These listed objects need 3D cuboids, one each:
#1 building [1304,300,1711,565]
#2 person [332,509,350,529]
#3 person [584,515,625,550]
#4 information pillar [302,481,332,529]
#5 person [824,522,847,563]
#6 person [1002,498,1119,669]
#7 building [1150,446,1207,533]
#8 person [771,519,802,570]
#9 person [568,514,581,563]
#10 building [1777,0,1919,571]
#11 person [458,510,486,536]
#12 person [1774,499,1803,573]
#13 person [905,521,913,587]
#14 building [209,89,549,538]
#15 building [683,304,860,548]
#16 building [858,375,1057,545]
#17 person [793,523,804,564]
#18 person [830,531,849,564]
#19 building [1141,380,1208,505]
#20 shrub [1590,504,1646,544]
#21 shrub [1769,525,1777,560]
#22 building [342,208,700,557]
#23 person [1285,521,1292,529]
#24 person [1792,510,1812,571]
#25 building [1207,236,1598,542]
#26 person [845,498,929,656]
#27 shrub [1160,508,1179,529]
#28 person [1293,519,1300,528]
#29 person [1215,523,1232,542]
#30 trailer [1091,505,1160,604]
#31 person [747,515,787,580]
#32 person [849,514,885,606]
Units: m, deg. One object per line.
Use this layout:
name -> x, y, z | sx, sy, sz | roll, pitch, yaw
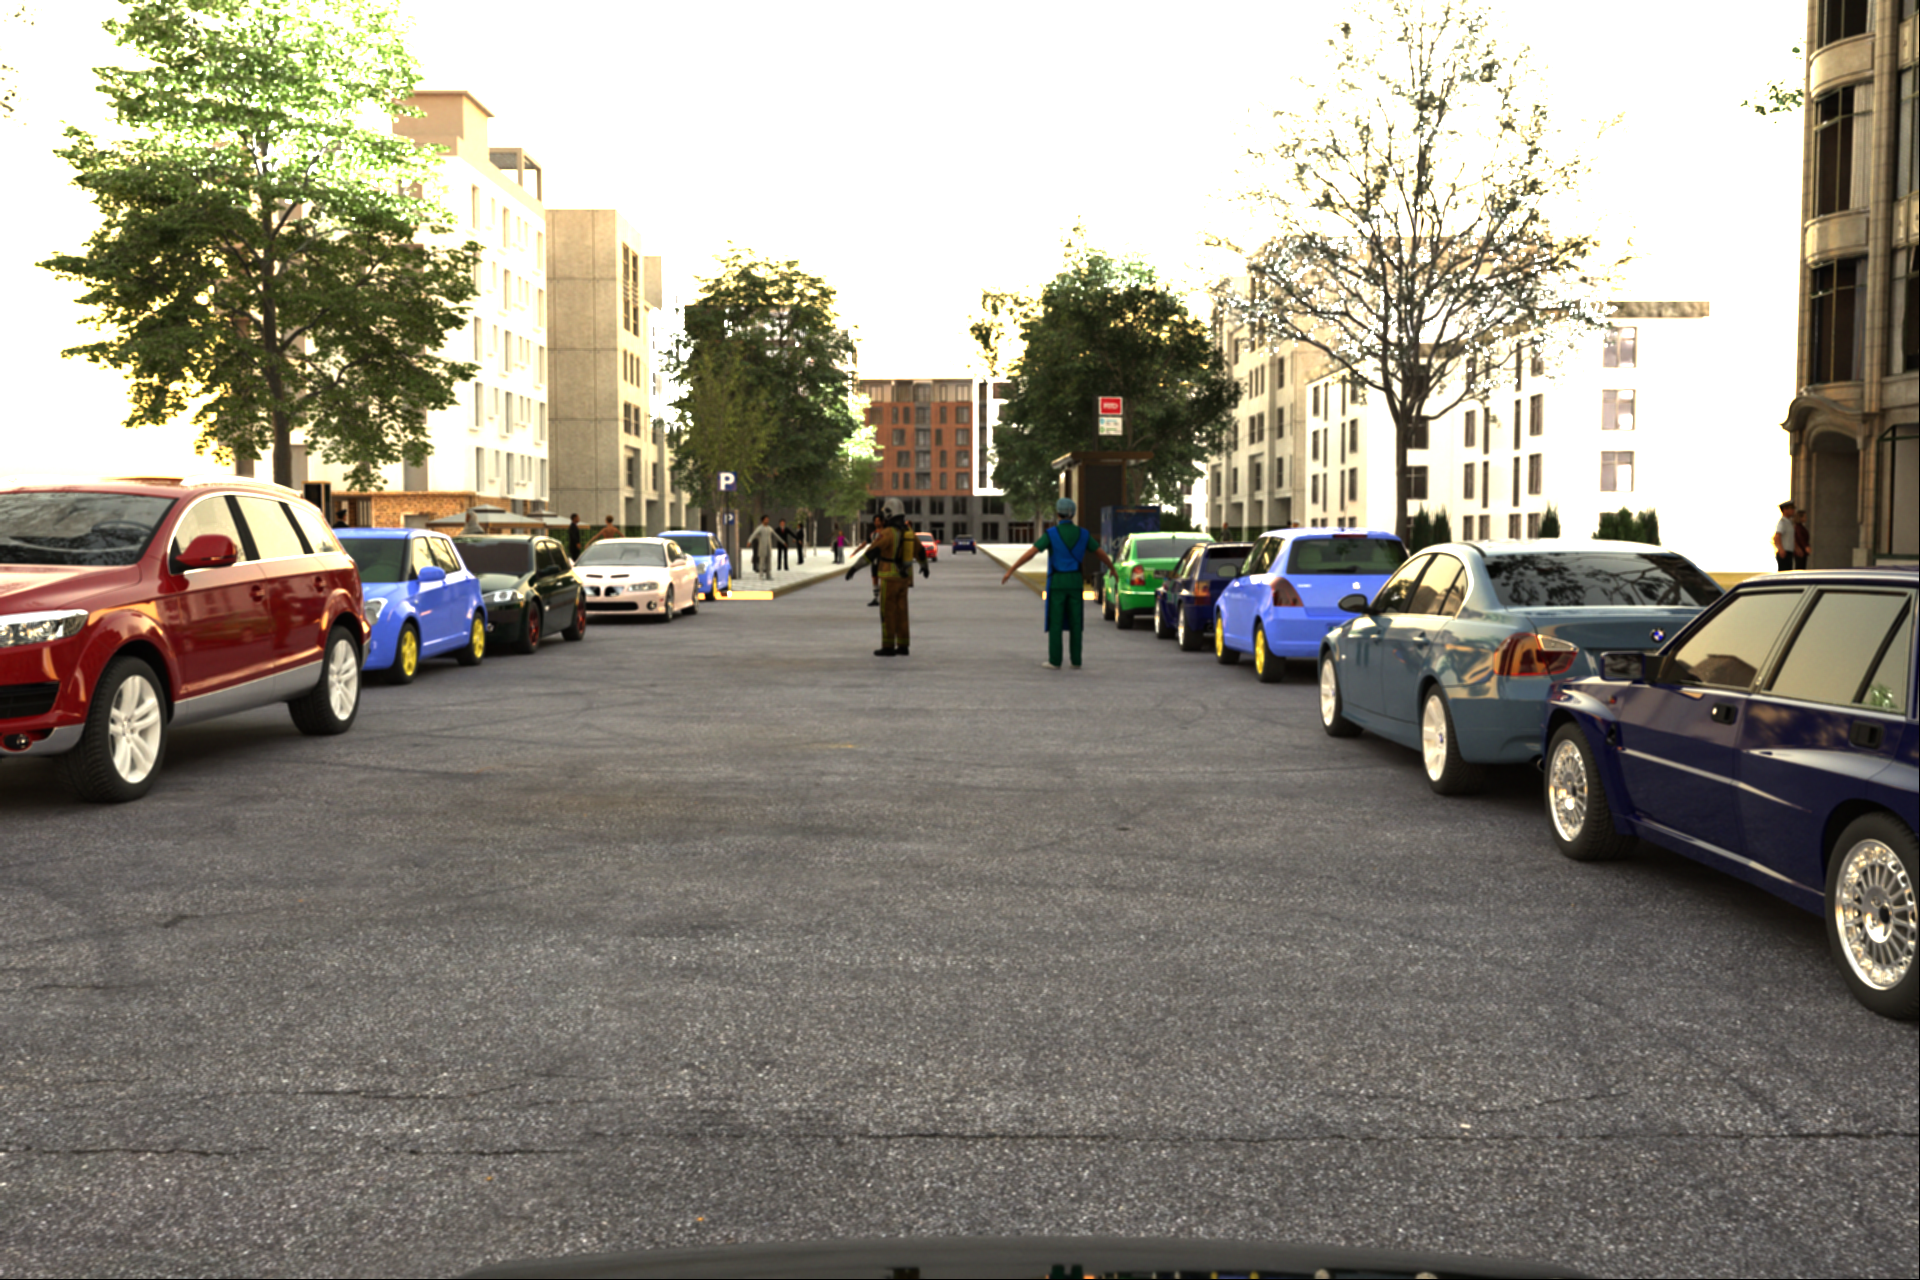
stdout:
building -> 22.401, -8.212, 76.411 | 9.099, 9.664, 28.070 | 0, 4, 0
person -> -13.840, -2.015, 38.874 | 1.347, 1.837, 0.705 | 2, 4, 27
person -> -8.458, -2.128, 41.589 | 1.217, 1.733, 0.721 | -3, 5, -42
information pillar -> -9.010, -1.212, 24.312 | 0.304, 2.012, 0.304 | 0, 4, -1
person -> -5.421, -4.297, 76.380 | 1.348, 1.813, 0.705 | 3, 4, 38
person -> 1.108, -0.605, 18.482 | 1.347, 1.817, 0.704 | -1, 4, -19
building -> 24.214, -13.789, 167.598 | 9.099, 9.664, 28.070 | 0, 4, 0
person -> -6.260, -3.362, 61.160 | 1.347, 1.806, 0.705 | -1, 4, -13
person -> -9.877, -2.344, 44.554 | 0.704, 1.802, 1.346 | -1, 4, -13
building -> 25.451, -12.596, 22.591 | 14.369, 24.946, 33.146 | 0, 4, 0
person -> -9.439, -1.618, 33.222 | 1.217, 1.736, 0.721 | 2, 4, 33
person -> 13.455, -1.369, 28.179 | 0.704, 1.855, 1.343 | 3, 4, 37
person -> -1.405, -2.331, 46.848 | 0.705, 1.796, 1.348 | 0, 4, -8
building -> -25.914, -13.379, 75.173 | 16.016, 20.090, 11.380 | 0, 4, 0
building -> -24.896, -19.973, 170.538 | 27.936, 21.610, 32.646 | 0, 4, 1
building -> 0.616, -23.789, 235.378 | 32.646, 21.610, 27.936 | 0, 4, 5
person -> -6.829, -4.066, 73.192 | 0.721, 1.740, 1.216 | 1, 4, 11
person -> -5.123, -3.954, 73.907 | 0.991, 1.433, 0.599 | 2, 4, 29
building -> 24.168, -21.548, 208.728 | 16.016, 20.090, 11.380 | 0, 3, 0
shrub -> 17.310, -2.527, 45.362 | 1.661, 2.075, 1.752 | 0, 3, 0
shrub -> 28.015, -3.274, 57.957 | 1.690, 2.028, 1.600 | 0, 3, 0
building -> -27.148, -14.895, 109.992 | 16.747, 18.905, 31.486 | 0, 4, -1
person -> 13.453, -3.953, 70.767 | 1.346, 1.812, 0.704 | 1, 4, 16
person -> 16.003, -1.591, 32.820 | 0.721, 1.729, 1.215 | 1, 4, 21
building -> 26.676, -14.982, 111.413 | 16.747, 18.905, 31.486 | 0, 4, 0
person -> -0.794, -0.748, 20.452 | 0.705, 1.858, 1.354 | 3, 5, 42
shrub -> 6.134, -2.925, 51.869 | 1.661, 2.075, 1.752 | 0, 3, 0
person -> 11.005, -3.106, 57.255 | 0.721, 1.772, 1.216 | 1, 4, 9
person -> 11.920, -4.382, 77.914 | 0.705, 1.796, 1.348 | -2, 4, -24
trailer -> 3.502, -1.798, 36.445 | 1.471, 1.999, 3.904 | 0, 3, 0
person -> -5.445, -2.592, 48.565 | 1.347, 1.806, 0.705 | -3, 5, -41
person -> -1.608, -1.579, 34.414 | 1.345, 1.843, 0.704 | 2, 4, 34
